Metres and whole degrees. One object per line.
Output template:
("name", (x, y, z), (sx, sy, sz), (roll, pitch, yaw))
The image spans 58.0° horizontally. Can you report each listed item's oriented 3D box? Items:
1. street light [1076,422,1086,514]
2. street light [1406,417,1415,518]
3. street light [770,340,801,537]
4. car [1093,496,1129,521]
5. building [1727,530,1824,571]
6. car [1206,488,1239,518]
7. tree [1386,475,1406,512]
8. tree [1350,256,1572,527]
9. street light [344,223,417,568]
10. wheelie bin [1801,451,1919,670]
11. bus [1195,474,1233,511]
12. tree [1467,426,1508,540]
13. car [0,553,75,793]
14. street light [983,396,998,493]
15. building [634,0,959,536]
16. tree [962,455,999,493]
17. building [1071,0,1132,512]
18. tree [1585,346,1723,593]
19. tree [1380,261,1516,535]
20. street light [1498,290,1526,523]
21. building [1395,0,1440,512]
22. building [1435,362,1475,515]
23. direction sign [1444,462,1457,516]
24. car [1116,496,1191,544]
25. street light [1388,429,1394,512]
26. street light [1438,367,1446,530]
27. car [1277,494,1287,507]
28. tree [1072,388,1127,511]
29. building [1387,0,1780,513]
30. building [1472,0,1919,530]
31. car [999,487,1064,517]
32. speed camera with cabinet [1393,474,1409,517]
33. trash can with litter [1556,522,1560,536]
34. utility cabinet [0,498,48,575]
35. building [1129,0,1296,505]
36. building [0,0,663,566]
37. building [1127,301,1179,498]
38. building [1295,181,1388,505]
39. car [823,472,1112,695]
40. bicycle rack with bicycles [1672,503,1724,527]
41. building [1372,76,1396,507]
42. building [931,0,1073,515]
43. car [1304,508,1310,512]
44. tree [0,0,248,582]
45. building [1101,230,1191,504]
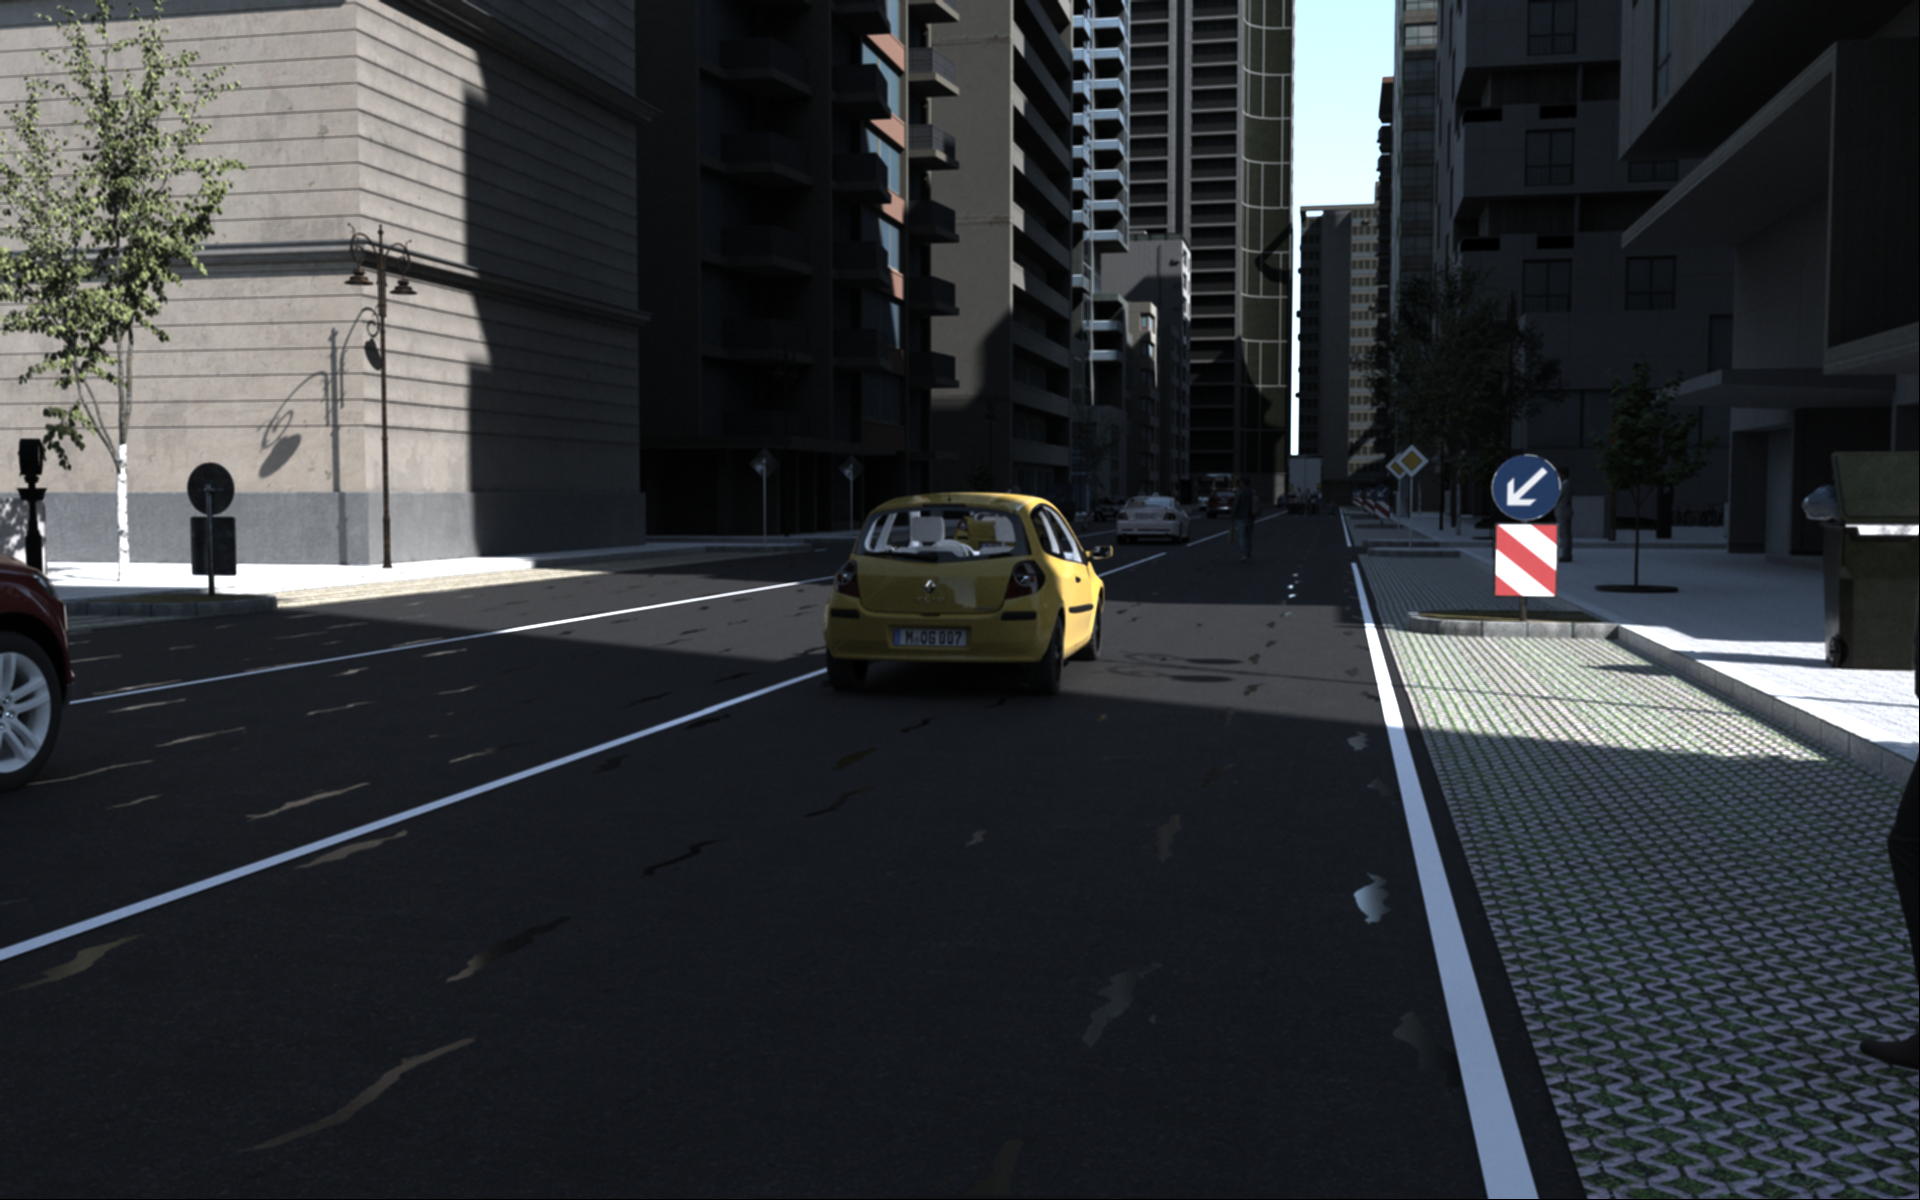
("street light", (7.754, -8.483, 111.482), (0.468, 5.910, 1.993), (1, 4, 12))
("street light", (23.743, -7.248, 91.293), (0.468, 5.910, 1.993), (1, 4, 12))
("street light", (-5.220, -4.846, 52.025), (0.468, 5.910, 1.993), (1, 4, 12))
("car", (8.113, -4.830, 91.557), (1.945, 1.354, 3.894), (1, 4, 13))
("building", (24.940, -26.460, 21.852), (28.713, 52.752, 27.495), (1, 4, 12))
("car", (15.890, -5.787, 103.292), (2.281, 1.827, 5.304), (1, 4, 14))
("tree", (31.469, -7.905, 123.843), (1.663, 3.219, 1.824), (0, 3, 0))
("tree", (19.308, -8.118, 67.146), (8.767, 10.594, 7.601), (1, 4, 17))
("street light", (-9.925, -3.489, 29.841), (0.468, 5.910, 1.993), (1, 4, 12))
("wheelie bin", (6.754, -0.302, 12.842), (0.980, 1.594, 0.693), (1, 4, 14))
("bus", (22.376, -9.584, 151.556), (2.948, 3.499, 13.247), (1, 4, 11))
("tree", (15.207, -3.333, 49.092), (1.663, 3.219, 1.824), (0, 3, 0))
("car", (-5.840, 0.112, 6.848), (2.281, 1.827, 5.304), (1, 4, 11))
("street light", (1.446, -6.685, 82.086), (0.468, 5.910, 1.993), (1, 4, 12))
("building", (-12.394, -25.193, 66.526), (22.147, 44.769, 28.867), (1, 4, 12))
("tree", (1.149, -5.498, 84.499), (1.663, 3.219, 1.824), (0, 3, 0))
("building", (3.255, -50.655, 140.882), (22.319, 86.520, 31.000), (1, 4, 12))
("tree", (8.850, -1.725, 22.802), (1.663, 3.219, 1.824), (0, 3, 0))
("tree", (15.357, -6.333, 53.900), (4.737, 8.622, 4.395), (0, 3, 0))
("street light", (12.510, -4.075, 39.407), (0.468, 5.910, 1.993), (1, 4, 12))
("building", (40.438, -27.390, 131.417), (14.154, 41.232, 14.086), (1, 4, 12))
("building", (38.433, -28.216, 111.435), (14.600, 45.320, 14.200), (1, 4, 12))
("direction sign", (28.724, -6.680, 101.219), (0.876, 3.537, 0.379), (1, 4, 16))
("car", (5.702, -2.354, 50.854), (2.083, 1.381, 4.827), (1, 4, 12))
("street light", (30.040, -9.046, 120.690), (0.468, 5.910, 1.993), (1, 4, 12))
("street light", (17.255, -5.453, 61.937), (0.468, 5.910, 1.993), (1, 4, 12))
("car", (35.594, -10.831, 189.084), (2.014, 1.417, 4.499), (1, 4, 14))
("tree", (9.044, -10.328, 119.228), (4.360, 8.622, 3.978), (0, 3, 0))
("building", (51.518, -34.291, 149.899), (28.713, 52.752, 27.495), (1, 4, 12))
("building", (36.714, -30.037, 80.342), (28.713, 52.752, 27.495), (1, 4, 12))
("car", (1.022, -1.518, 35.036), (2.015, 1.641, 3.980), (1, 4, 11))
("speed camera with cabinet", (24.852, -6.306, 97.430), (0.660, 3.252, 2.038), (0, 4, 3))
("trash can with litter", (17.990, -2.550, 52.748), (2.233, 1.210, 1.678), (-2, 4, -24))
("utility cabinet", (-15.017, -0.991, 27.369), (1.020, 1.237, 0.306), (-2, 4, -27))
("building", (30.821, -47.527, 215.323), (20.611, 71.187, 20.563), (1, 4, 12))
("building", (-20.074, -15.385, 38.935), (23.554, 28.519, 14.401), (1, 4, 12))
("building", (6.655, -20.043, 172.749), (27.650, 21.520, 28.899), (1, 4, 12))
("building", (54.433, -32.126, 217.140), (23.993, 40.220, 32.217), (1, 4, 12))
("car", (0.160, -0.226, 13.921), (2.015, 1.641, 3.980), (1, 4, 11))
("bicycle rack with bicycles", (29.577, -3.325, 67.751), (2.852, 0.926, 2.925), (0, 4, -3))
("building", (54.142, -32.033, 178.358), (22.147, 44.769, 28.867), (1, 4, 12))
("building", (-5.669, -29.064, 98.898), (21.300, 48.544, 21.600), (1, 4, 12))
("car", (27.216, -7.888, 138.009), (2.155, 1.783, 4.494), (1, 4, 14))
("tree", (-12.503, -4.576, 25.175), (4.737, 8.622, 4.395), (0, 3, 0))
("building", (18.506, -25.832, 194.052), (14.107, 30.474, 14.160), (1, 4, 12))
